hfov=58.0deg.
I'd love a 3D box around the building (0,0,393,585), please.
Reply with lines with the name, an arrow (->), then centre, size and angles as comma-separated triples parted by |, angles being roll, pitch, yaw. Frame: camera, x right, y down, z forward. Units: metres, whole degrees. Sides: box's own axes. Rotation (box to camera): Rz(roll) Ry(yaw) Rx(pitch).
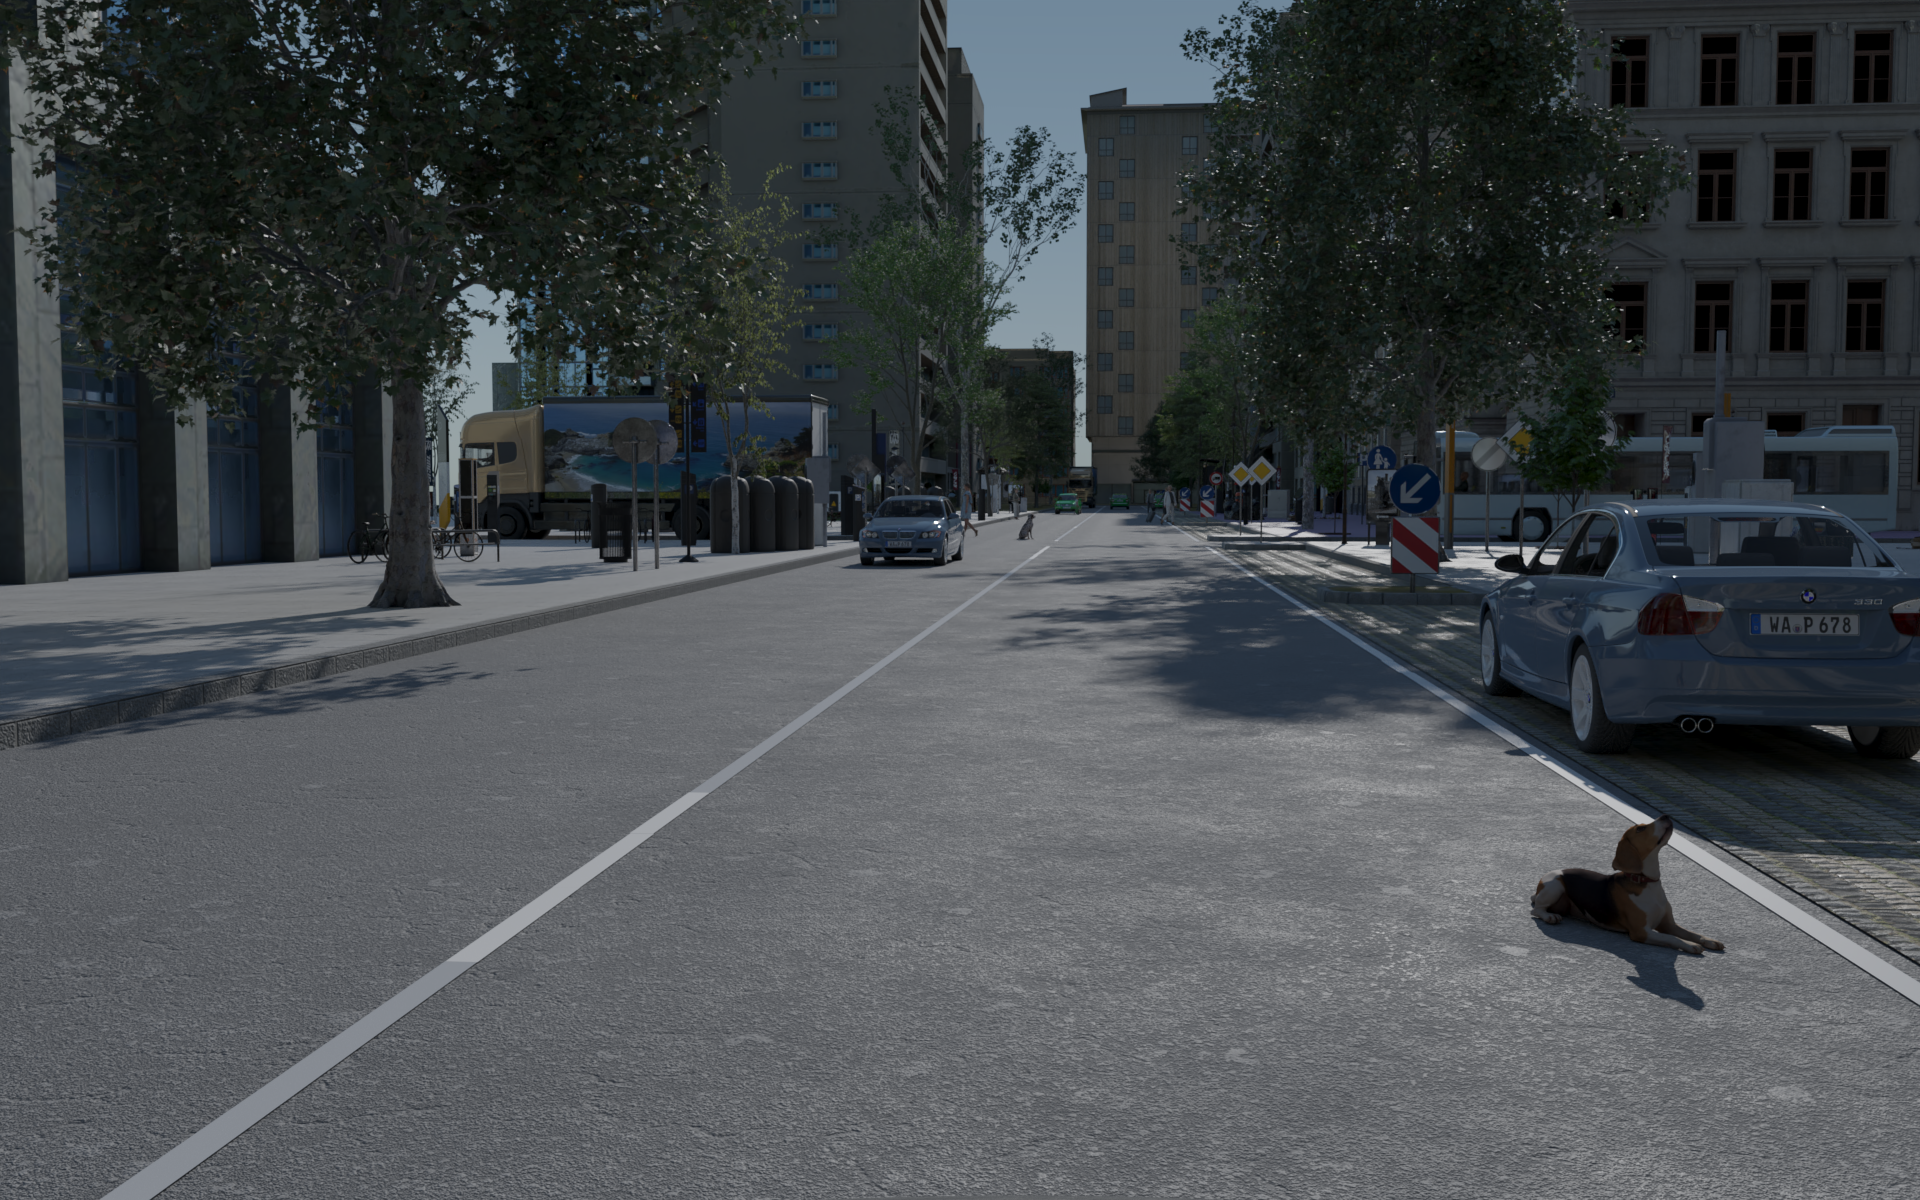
building -> -28.466, -43.574, 25.110 | 31.000, 86.520, 22.319 | 0, 4, 5

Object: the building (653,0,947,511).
building -> -12.676, -31.630, 140.846 | 21.300, 48.544, 21.600 | 0, 4, 5

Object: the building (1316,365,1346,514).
building -> 31.629, -17.666, 118.509 | 12.332, 23.373, 15.834 | 0, 4, 5

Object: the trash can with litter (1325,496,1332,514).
trash can with litter -> 23.248, -5.978, 109.129 | 0.624, 1.170, 1.055 | 1, 4, 17

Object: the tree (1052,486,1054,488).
tree -> 9.523, -12.134, 192.985 | 1.663, 3.219, 1.824 | 0, 3, 0

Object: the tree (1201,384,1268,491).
tree -> 17.160, -9.759, 109.918 | 4.737, 8.622, 4.395 | 0, 3, 0

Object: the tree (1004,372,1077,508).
tree -> 7.404, -14.851, 160.935 | 7.486, 12.596, 7.792 | 0, 3, 0

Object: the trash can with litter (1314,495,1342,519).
trash can with litter -> 18.647, -4.758, 88.855 | 2.233, 1.210, 1.678 | 1, 4, 19

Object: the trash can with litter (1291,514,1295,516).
trash can with litter -> 19.271, -5.348, 98.499 | 1.678, 1.210, 2.233 | -1, 4, -18

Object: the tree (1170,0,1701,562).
tree -> 8.861, -7.083, 32.811 | 9.611, 12.733, 9.660 | 0, 3, 0

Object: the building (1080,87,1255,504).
building -> 30.196, -39.345, 232.526 | 27.495, 52.752, 28.713 | 0, 4, 5

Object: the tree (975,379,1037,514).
tree -> 2.530, -9.739, 109.600 | 4.737, 8.622, 4.395 | 0, 3, 0

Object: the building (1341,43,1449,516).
building -> 29.870, -19.226, 100.256 | 13.634, 28.700, 20.117 | 0, 4, 5

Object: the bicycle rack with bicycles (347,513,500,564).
bicycle rack with bicycles -> -10.178, -1.174, 32.583 | 2.852, 0.926, 2.925 | 3, 5, 39

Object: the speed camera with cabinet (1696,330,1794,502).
speed camera with cabinet -> 9.249, -1.591, 20.342 | 0.660, 3.252, 2.038 | 1, 4, 12

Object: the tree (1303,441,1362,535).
tree -> 11.957, -3.678, 54.729 | 1.663, 3.219, 1.824 | 0, 3, 0

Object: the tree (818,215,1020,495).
tree -> -1.623, -8.529, 65.206 | 9.928, 11.665, 9.643 | 0, 3, 0

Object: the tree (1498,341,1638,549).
tree -> 7.899, -1.675, 21.982 | 1.663, 3.219, 1.824 | 0, 3, 0

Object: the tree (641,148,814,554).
tree -> -4.918, -5.269, 36.504 | 4.360, 8.622, 3.978 | 0, 3, 0

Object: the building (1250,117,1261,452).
building -> 38.898, -32.816, 186.651 | 14.600, 45.320, 14.200 | 0, 4, 5

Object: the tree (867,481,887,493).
tree -> -5.760, -7.523, 117.597 | 1.663, 3.219, 1.824 | 0, 3, 0

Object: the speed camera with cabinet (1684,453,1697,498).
speed camera with cabinet -> 15.942, -2.617, 37.124 | 0.660, 3.252, 2.038 | 1, 4, 17

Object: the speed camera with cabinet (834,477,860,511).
speed camera with cabinet -> -7.236, -6.939, 107.787 | 2.038, 3.252, 0.660 | 1, 4, 18

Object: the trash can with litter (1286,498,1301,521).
trash can with litter -> 16.000, -4.314, 81.927 | 1.055, 1.170, 0.624 | -2, 4, -28

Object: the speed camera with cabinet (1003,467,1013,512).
speed camera with cabinet -> 2.803, -8.000, 125.129 | 2.038, 3.252, 0.660 | 1, 4, 9

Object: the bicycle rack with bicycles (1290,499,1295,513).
bicycle rack with bicycles -> 22.943, -6.469, 119.142 | 2.925, 0.926, 2.852 | 3, 5, 45

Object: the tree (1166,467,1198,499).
tree -> 21.813, -11.303, 168.517 | 4.285, 4.588, 4.351 | 0, 3, 0

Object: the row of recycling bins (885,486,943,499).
row of recycling bins -> -2.560, -5.242, 92.816 | 3.534, 1.692, 1.069 | -2, 4, -23

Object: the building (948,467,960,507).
building -> -10.596, -44.212, 161.118 | 20.563, 71.187, 20.611 | 0, 4, 5

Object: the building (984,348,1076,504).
building -> 0.912, -23.892, 235.666 | 28.899, 21.520, 27.650 | 0, 4, 5

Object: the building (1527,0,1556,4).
building -> 82.039, -47.947, 222.180 | 20.611, 71.187, 20.563 | 0, 4, 5

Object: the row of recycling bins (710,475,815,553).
row of recycling bins -> -4.360, -1.945, 38.920 | 1.069, 1.692, 3.534 | 2, 4, 27

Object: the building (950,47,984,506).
building -> -8.736, -34.438, 186.766 | 21.600, 48.544, 21.300 | 0, 4, 5

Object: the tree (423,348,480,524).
tree -> -22.724, -7.556, 73.904 | 4.360, 8.622, 3.978 | 0, 3, 0

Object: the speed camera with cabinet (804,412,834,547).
speed camera with cabinet -> -3.571, -2.953, 42.614 | 0.660, 3.252, 2.038 | -1, 4, -9

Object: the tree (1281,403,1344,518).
tree -> 19.510, -8.768, 93.719 | 4.737, 8.622, 4.395 | 0, 3, 0

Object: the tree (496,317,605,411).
tree -> -16.249, -7.213, 68.293 | 4.737, 8.622, 4.395 | 0, 3, 0

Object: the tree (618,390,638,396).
tree -> -22.062, -9.920, 112.560 | 4.737, 8.622, 4.395 | 0, 3, 0

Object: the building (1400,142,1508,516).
building -> 26.651, -13.200, 80.446 | 10.561, 19.102, 19.286 | 0, 4, 5

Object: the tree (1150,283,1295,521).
tree -> 14.002, -9.677, 83.977 | 9.928, 11.665, 9.643 | 0, 3, 0

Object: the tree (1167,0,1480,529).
tree -> 13.756, -12.698, 63.495 | 12.611, 20.169, 13.585 | 0, 3, 0

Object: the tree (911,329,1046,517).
tree -> 1.404, -9.978, 97.546 | 7.601, 10.594, 8.767 | 2, 4, 26

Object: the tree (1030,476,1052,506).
tree -> 7.740, -10.718, 169.846 | 1.663, 3.219, 1.824 | 0, 3, 0

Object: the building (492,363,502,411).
building -> -34.932, -53.555, 188.302 | 31.000, 86.520, 22.319 | 0, 4, 5

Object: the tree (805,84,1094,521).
tree -> -1.221, -13.845, 82.252 | 12.611, 20.169, 13.585 | 0, 3, 0

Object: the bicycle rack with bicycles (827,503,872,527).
bicycle rack with bicycles -> -3.827, -3.352, 68.193 | 2.925, 0.926, 2.852 | 1, 4, 19

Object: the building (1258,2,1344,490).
building -> 40.675, -33.295, 168.077 | 21.300, 48.544, 21.600 | 0, 4, 5

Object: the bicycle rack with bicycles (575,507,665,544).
bicycle rack with bicycles -> -9.105, -1.993, 45.962 | 2.852, 0.926, 2.925 | 0, 4, -8

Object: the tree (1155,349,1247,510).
tree -> 18.946, -13.313, 135.797 | 7.486, 12.596, 7.792 | 0, 3, 0

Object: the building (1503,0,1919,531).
building -> 31.564, -13.948, 64.201 | 21.152, 22.565, 11.583 | 0, 4, 5

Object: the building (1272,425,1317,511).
building -> 41.224, -18.257, 143.538 | 27.650, 21.520, 28.899 | 0, 4, 5

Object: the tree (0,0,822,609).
tree -> -6.392, -6.277, 19.639 | 9.611, 12.733, 9.660 | 0, 3, 0
